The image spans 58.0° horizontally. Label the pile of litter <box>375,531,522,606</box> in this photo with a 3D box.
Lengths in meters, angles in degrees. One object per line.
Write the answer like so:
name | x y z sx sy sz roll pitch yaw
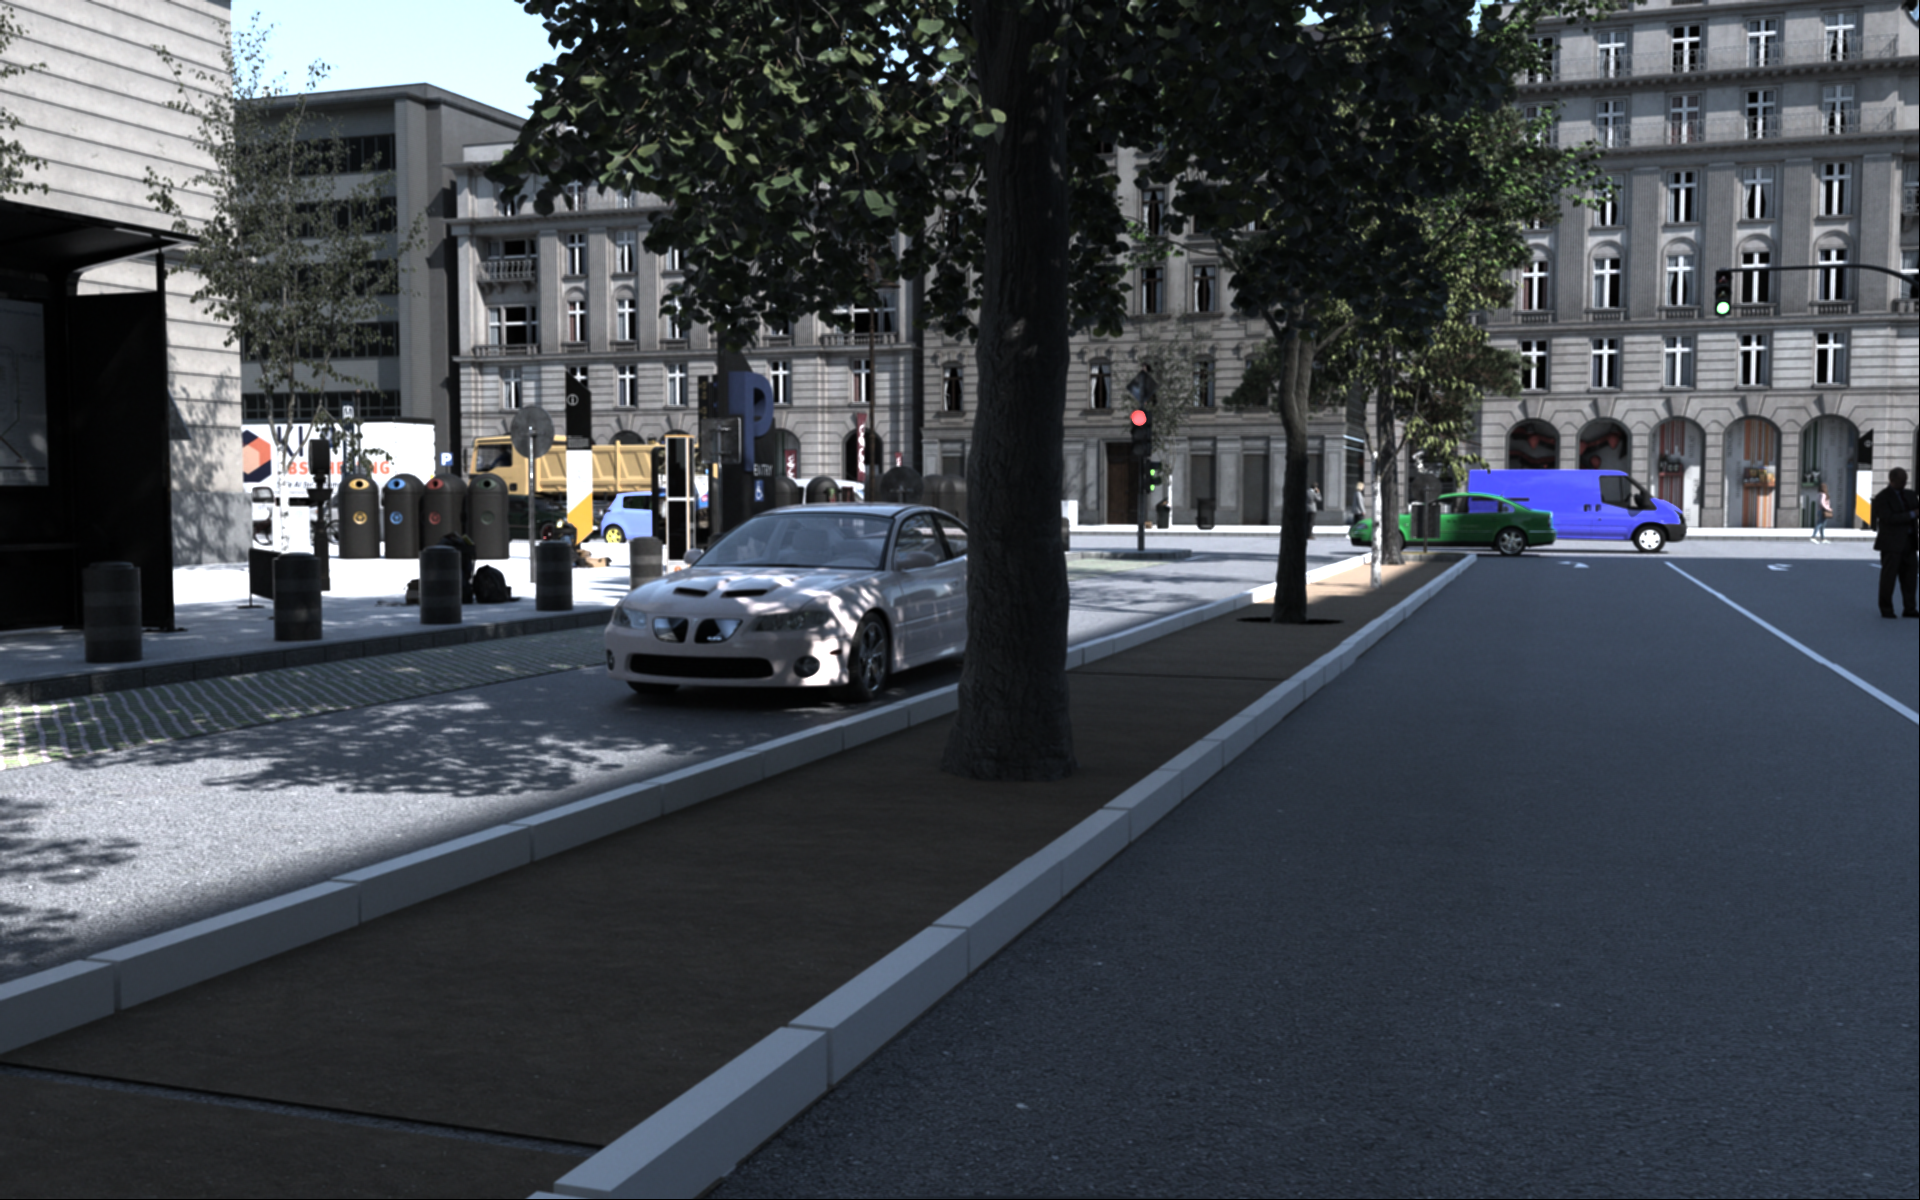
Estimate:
pile of litter | -6.036 -0.394 20.412 1.719 0.858 1.176 -1 4 -18

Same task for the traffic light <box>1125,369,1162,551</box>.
traffic light | 4.104 -3.062 38.982 0.839 4.253 0.868 1 4 19

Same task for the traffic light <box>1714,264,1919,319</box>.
traffic light | 17.430 -3.645 34.271 4.771 5.953 1.251 1 4 19

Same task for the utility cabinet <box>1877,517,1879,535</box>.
utility cabinet | 28.629 -2.554 52.919 1.020 1.237 0.306 3 5 44

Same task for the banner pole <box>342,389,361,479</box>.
banner pole | -14.406 -3.127 41.148 0.401 3.779 0.863 1 4 17

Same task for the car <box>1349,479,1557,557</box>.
car | 11.585 -1.957 40.794 4.718 1.807 1.959 1 4 18

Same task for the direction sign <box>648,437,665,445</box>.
direction sign | -12.062 -4.734 69.393 0.876 3.537 0.379 -1 4 -22

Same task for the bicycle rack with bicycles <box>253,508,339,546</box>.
bicycle rack with bicycles | -16.917 -1.845 43.550 2.925 0.926 2.852 -1 4 -20

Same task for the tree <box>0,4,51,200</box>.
tree | -13.424 -4.370 21.804 4.360 8.622 3.978 0 3 0

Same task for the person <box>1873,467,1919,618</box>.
person | 10.905 -0.662 20.008 0.565 1.739 0.600 -3 5 -40

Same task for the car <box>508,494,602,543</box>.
car | -12.229 -2.408 49.152 4.222 1.686 2.009 1 4 20

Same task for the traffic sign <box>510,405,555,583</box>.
traffic sign | -6.148 -1.513 24.847 0.768 2.556 0.104 2 4 23

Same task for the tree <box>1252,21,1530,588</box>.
tree | 6.268 -4.462 25.773 4.737 8.622 4.395 0 3 0

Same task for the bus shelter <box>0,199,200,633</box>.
bus shelter | -8.757 -1.347 13.304 1.731 3.624 6.357 1 4 19

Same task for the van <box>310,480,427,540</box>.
van | -17.539 -2.691 51.011 4.112 2.044 2.013 1 4 17

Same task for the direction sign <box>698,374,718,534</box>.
direction sign | -4.737 -2.507 32.985 0.379 3.537 0.876 -3 5 -39

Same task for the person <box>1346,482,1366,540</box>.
person | 12.300 -2.747 53.590 0.728 1.800 0.709 0 4 -1

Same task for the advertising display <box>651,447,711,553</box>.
advertising display | -3.854 -1.148 23.990 0.123 1.923 0.974 3 5 40

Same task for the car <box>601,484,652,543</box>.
car | -7.737 -2.250 46.385 3.694 1.707 1.945 1 4 20

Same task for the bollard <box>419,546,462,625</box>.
bollard | -5.161 -0.152 17.201 0.404 0.777 0.398 0 3 0

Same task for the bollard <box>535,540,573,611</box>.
bollard | -4.489 -0.271 19.145 0.404 0.777 0.398 0 3 0

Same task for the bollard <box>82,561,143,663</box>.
bollard | -6.506 0.087 13.298 0.404 0.777 0.398 0 3 0

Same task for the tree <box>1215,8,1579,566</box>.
tree | 8.603 -6.739 34.688 6.751 12.117 7.091 0 3 0

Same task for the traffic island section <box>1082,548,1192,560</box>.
traffic island section | 4.070 -1.030 39.129 2.009 0.180 2.903 1 4 19

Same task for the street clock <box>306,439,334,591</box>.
street clock | -8.434 -1.118 22.842 0.358 2.002 0.471 -2 4 -27

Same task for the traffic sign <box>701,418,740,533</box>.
traffic sign | -3.240 -1.300 23.389 0.606 2.300 0.079 2 4 24

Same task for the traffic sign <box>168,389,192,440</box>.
traffic sign | -7.992 -1.053 17.212 0.884 2.594 0.081 1 4 21

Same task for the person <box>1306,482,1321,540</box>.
person | 11.065 -2.810 54.618 0.473 1.802 0.592 -2 4 -32

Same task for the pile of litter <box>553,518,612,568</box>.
pile of litter | -6.744 -1.021 30.656 1.176 0.858 1.719 0 4 -5

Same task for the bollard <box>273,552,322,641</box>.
bollard | -5.833 -0.033 15.250 0.404 0.777 0.398 0 3 0

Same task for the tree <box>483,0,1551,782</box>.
tree | 0.277 -6.084 8.589 9.857 13.997 8.962 0 3 0

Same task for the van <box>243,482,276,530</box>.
van | -26.940 -3.425 63.010 4.112 2.044 2.013 1 4 18

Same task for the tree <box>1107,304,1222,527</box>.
tree | 7.829 -7.102 66.476 4.360 8.622 3.978 0 3 0

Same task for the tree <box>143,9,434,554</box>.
tree | -10.483 -4.678 26.840 4.360 8.622 3.978 0 3 0

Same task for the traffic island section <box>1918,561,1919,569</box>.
traffic island section | 19.471 -0.706 33.829 2.009 0.180 2.903 1 4 19

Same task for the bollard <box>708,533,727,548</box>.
bollard | -3.151 -0.509 23.033 0.404 0.777 0.398 0 3 0

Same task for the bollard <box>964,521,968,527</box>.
bollard | 0.219 -1.106 32.801 0.404 0.777 0.398 0 3 0

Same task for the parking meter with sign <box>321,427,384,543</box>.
parking meter with sign | -15.951 -3.033 45.851 0.543 3.016 1.738 3 4 38

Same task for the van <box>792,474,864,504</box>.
van | -2.999 -2.492 47.760 4.112 2.044 2.013 1 4 17

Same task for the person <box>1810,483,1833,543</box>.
person | 25.111 -2.535 50.532 0.643 1.750 0.593 1 4 9

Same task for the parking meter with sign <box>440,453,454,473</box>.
parking meter with sign | -21.552 -4.743 73.804 0.543 3.016 1.738 0 4 4

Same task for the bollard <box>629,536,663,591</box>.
bollard | -3.820 -0.390 21.090 0.404 0.777 0.398 0 3 0

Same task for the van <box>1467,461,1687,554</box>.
van | 15.254 -2.366 43.067 5.245 2.365 2.240 1 4 20

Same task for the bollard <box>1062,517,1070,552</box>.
bollard | 2.249 -1.465 38.671 0.404 0.777 0.398 0 3 0

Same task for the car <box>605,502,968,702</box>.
car | -0.975 -0.077 13.616 2.083 1.381 4.827 1 4 19

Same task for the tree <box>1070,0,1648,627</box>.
tree | 3.723 -5.535 18.710 9.928 11.665 9.643 0 3 0
